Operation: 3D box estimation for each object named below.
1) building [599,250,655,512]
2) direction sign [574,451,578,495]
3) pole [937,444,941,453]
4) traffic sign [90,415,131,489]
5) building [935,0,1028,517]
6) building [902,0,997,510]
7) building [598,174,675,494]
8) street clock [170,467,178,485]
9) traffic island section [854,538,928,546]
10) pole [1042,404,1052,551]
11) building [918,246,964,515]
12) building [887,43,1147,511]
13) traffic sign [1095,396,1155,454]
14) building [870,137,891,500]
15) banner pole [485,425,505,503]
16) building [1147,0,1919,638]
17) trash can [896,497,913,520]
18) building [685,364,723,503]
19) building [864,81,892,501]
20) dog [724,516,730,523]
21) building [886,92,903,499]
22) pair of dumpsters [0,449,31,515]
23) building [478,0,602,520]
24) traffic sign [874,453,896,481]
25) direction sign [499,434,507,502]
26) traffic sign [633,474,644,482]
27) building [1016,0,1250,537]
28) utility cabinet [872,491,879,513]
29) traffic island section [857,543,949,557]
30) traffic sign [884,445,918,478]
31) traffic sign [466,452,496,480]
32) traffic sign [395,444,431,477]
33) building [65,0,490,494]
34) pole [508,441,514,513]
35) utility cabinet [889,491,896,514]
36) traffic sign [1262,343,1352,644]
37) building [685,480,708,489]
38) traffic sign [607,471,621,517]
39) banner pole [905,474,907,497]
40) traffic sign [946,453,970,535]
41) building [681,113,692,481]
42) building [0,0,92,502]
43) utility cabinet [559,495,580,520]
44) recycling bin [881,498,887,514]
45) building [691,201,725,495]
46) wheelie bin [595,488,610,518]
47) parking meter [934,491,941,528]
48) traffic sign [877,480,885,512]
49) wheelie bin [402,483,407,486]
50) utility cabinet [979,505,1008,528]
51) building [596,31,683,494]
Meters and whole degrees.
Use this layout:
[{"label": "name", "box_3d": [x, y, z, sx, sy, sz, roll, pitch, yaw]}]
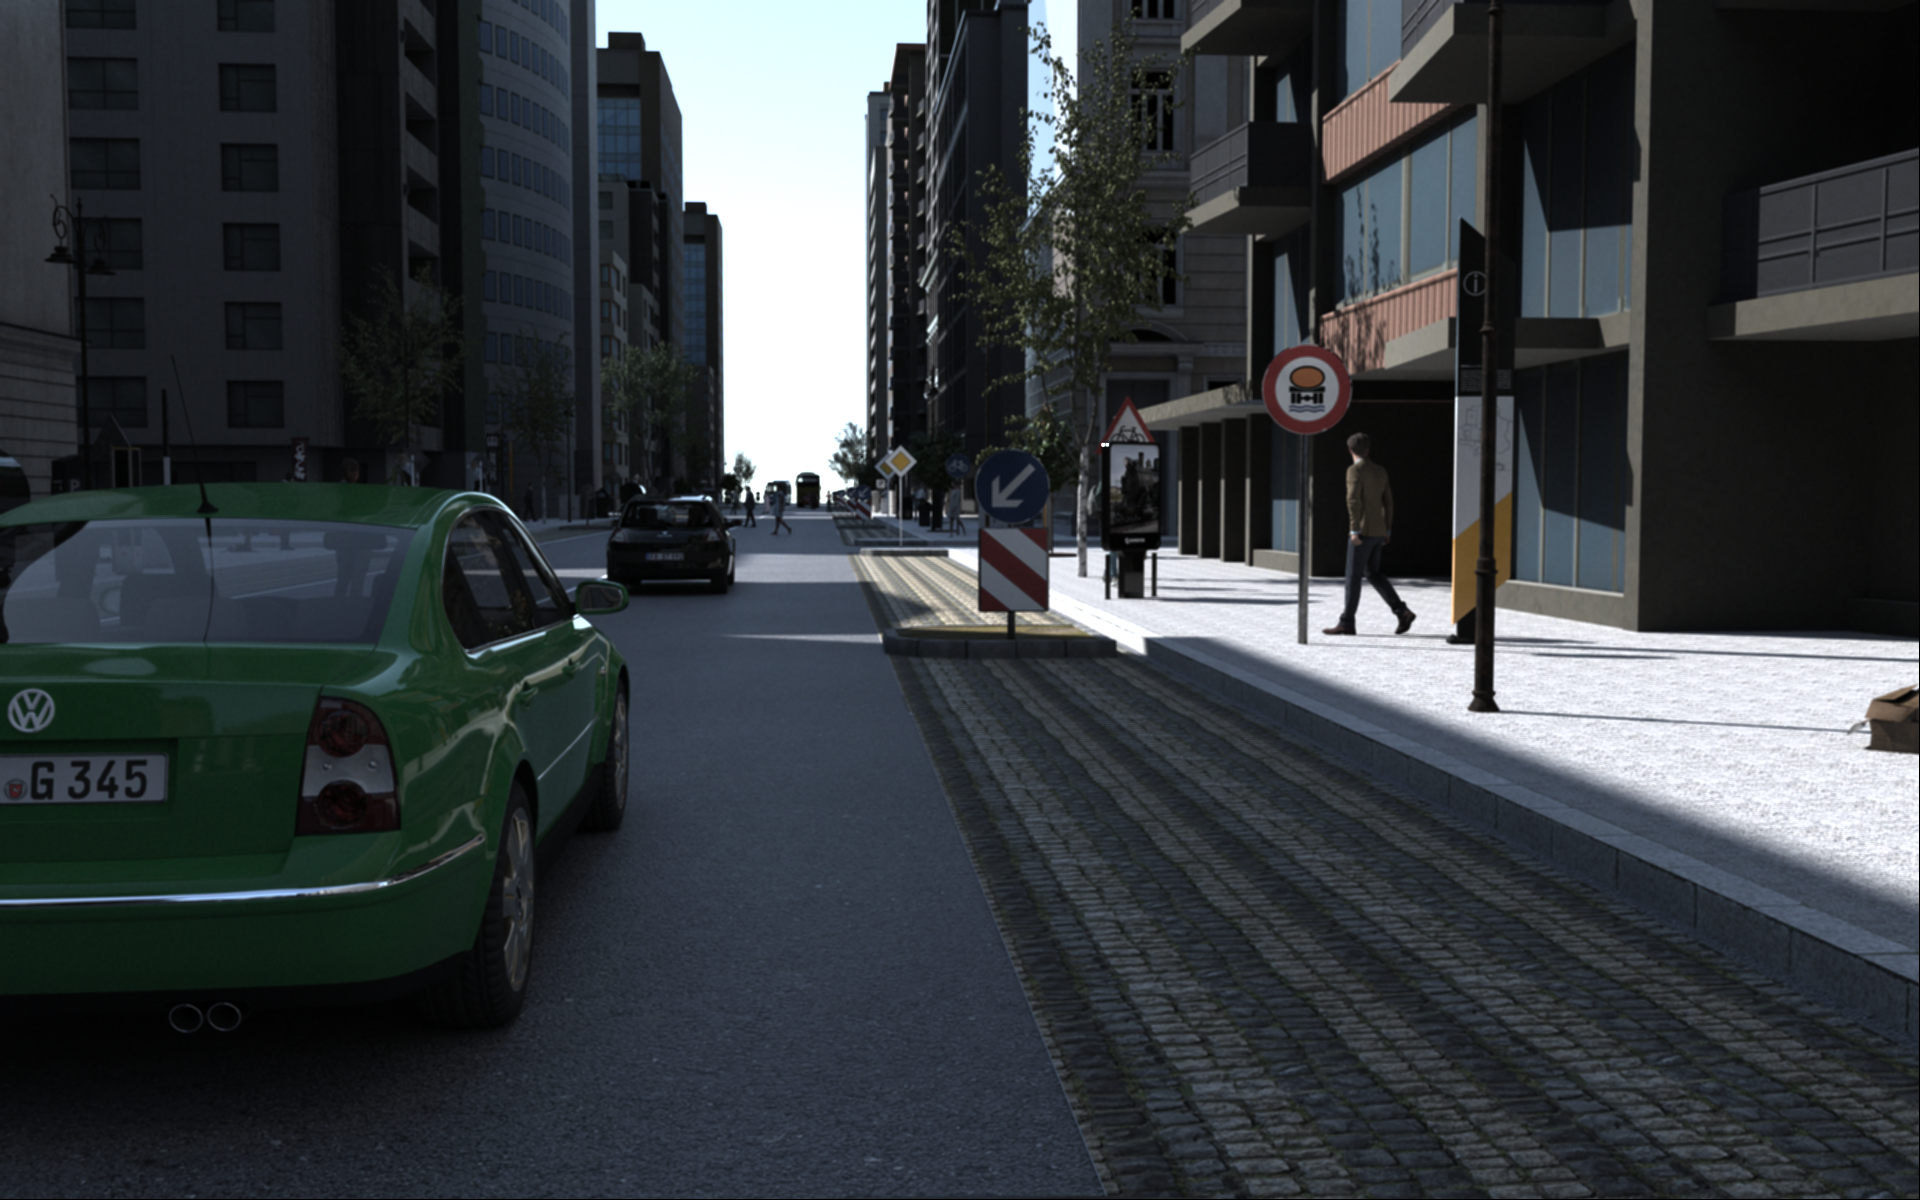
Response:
[{"label": "building", "box_3d": [-39.414, -17.798, 136.030, 27.650, 21.520, 28.899, 0, 4, -5]}, {"label": "direction sign", "box_3d": [-20.100, -6.037, 90.698, 0.379, 3.537, 0.876, 0, 4, -4]}, {"label": "pole", "box_3d": [-0.856, -4.729, 71.170, 0.158, 3.312, 0.155, 0, 3, 0]}, {"label": "traffic sign", "box_3d": [-13.926, -1.740, 28.447, 0.884, 2.594, 0.081, 0, 4, 1]}, {"label": "building", "box_3d": [6.482, -18.345, 93.446, 14.314, 27.812, 24.014, 0, 4, -5]}, {"label": "building", "box_3d": [5.816, -43.125, 143.345, 20.563, 71.187, 20.611, 0, 4, -5]}, {"label": "building", "box_3d": [-33.941, -23.657, 158.488, 14.160, 30.474, 14.107, 0, 4, -5]}, {"label": "street clock", "box_3d": [-21.452, -2.604, 47.154, 0.358, 2.002, 0.471, -3, 4, -36]}, {"label": "traffic island section", "box_3d": [-1.985, -1.629, 48.916, 2.009, 0.180, 2.903, 0, 4, -5]}, {"label": "pole", "box_3d": [1.974, -2.781, 39.308, 0.158, 3.312, 0.155, 0, 3, 0]}, {"label": "building", "box_3d": [3.036, -15.320, 115.116, 10.561, 19.102, 19.286, 0, 4, -5]}, {"label": "building", "box_3d": [4.326, -31.450, 168.836, 22.147, 44.769, 28.867, 0, 4, -5]}, {"label": "traffic sign", "box_3d": [2.230, -1.412, 23.090, 0.884, 2.594, 0.081, 0, 4, -1]}, {"label": "building", "box_3d": [-0.937, -37.107, 230.396, 21.300, 48.544, 21.600, 0, 4, -5]}, {"label": "banner pole", "box_3d": [-16.821, -4.462, 62.966, 0.863, 3.779, 0.401, -2, 4, -32]}, {"label": "building", "box_3d": [15.219, -22.576, 23.742, 22.147, 44.769, 28.867, 0, 4, -5]}, {"label": "trash can", "box_3d": [-2.911, -4.650, 87.680, 0.748, 1.137, 0.748, 0, 3, 0]}, {"label": "building", "box_3d": [-48.532, -24.539, 246.258, 27.650, 21.520, 28.899, 0, 4, -5]}, {"label": "building", "box_3d": [-3.365, -43.599, 254.837, 21.231, 58.520, 28.212, 0, 4, -5]}, {"label": "dog", "box_3d": [-10.617, -3.621, 79.392, 0.748, 0.427, 0.550, -3, 4, -38]}, {"label": "building", "box_3d": [-0.793, -33.021, 190.004, 14.600, 45.320, 14.200, 0, 4, -5]}, {"label": "pair of dumpsters", "box_3d": [-13.278, -1.161, 21.470, 1.574, 2.255, 4.437, 0, 4, -5]}, {"label": "building", "box_3d": [-31.814, -33.652, 92.211, 21.231, 58.520, 28.212, 0, 4, -5]}, {"label": "traffic sign", "box_3d": [-2.008, -2.853, 48.831, 0.795, 2.593, 0.064, 0, 4, -5]}, {"label": "direction sign", "box_3d": [-17.308, -4.496, 65.504, 0.379, 3.537, 0.876, 1, 4, 9]}, {"label": "traffic sign", "box_3d": [-20.697, -6.810, 111.076, 0.795, 2.593, 0.064, 0, 4, -1]}, {"label": "building", "box_3d": [12.553, -16.661, 58.304, 20.117, 28.700, 13.634, 0, 4, -5]}, {"label": "utility cabinet", "box_3d": [-5.832, -6.748, 119.016, 0.318, 1.500, 1.173, -1, 4, -14]}, {"label": "traffic island section", "box_3d": [-1.354, -1.142, 40.955, 2.009, 0.180, 2.903, 0, 4, -5]}, {"label": "traffic sign", "box_3d": [-1.377, -2.366, 40.871, 0.795, 2.593, 0.064, 0, 4, -5]}, {"label": "traffic sign", "box_3d": [-13.269, -2.799, 47.961, 0.795, 2.593, 0.064, 0, 4, -5]}, {"label": "traffic sign", "box_3d": [-12.637, -2.313, 40.001, 0.795, 2.593, 0.064, 0, 4, -5]}, {"label": "building", "box_3d": [-25.512, -17.757, 62.024, 14.160, 30.474, 14.107, 0, 4, -5]}, {"label": "pole", "box_3d": [-17.200, -4.435, 66.353, 0.158, 3.312, 0.155, 0, 3, 0]}, {"label": "utility cabinet", "box_3d": [-4.271, -6.159, 109.380, 0.318, 1.500, 1.173, -1, 4, -18]}, {"label": "traffic sign", "box_3d": [2.937, -0.897, 14.764, 0.768, 2.556, 0.104, 0, 4, -2]}, {"label": "building", "box_3d": [-48.668, -32.234, 218.913, 32.217, 40.220, 23.993, 0, 4, -5]}, {"label": "traffic sign", "box_3d": [-19.006, -5.807, 95.043, 0.768, 2.556, 0.104, 0, 4, -4]}, {"label": "banner pole", "box_3d": [-3.461, -7.401, 111.016, 0.401, 3.779, 0.863, -1, 4, -10]}, {"label": "traffic sign", "box_3d": [-0.065, -3.309, 54.200, 0.768, 2.556, 0.104, 0, 4, -2]}, {"label": "building", "box_3d": [-37.221, -32.808, 186.516, 14.600, 45.320, 14.200, 0, 4, -5]}, {"label": "building", "box_3d": [-26.788, -10.119, 30.076, 19.286, 19.102, 10.561, 0, 4, -5]}, {"label": "utility cabinet", "box_3d": [-19.391, -4.579, 86.025, 1.020, 1.237, 0.306, 0, 4, -8]}, {"label": "recycling bin", "box_3d": [-4.728, -6.092, 112.151, 0.722, 1.027, 0.722, 0, 4, -2]}, {"label": "building", "box_3d": [-43.902, -37.800, 268.142, 14.600, 45.320, 14.200, 0, 4, -5]}, {"label": "wheelie bin", "box_3d": [-19.001, -5.140, 91.950, 0.693, 1.594, 0.980, -2, 4, -31]}, {"label": "parking meter", "box_3d": [-0.844, -3.613, 64.783, 0.255, 1.863, 0.399, 0, 4, -3]}, {"label": "traffic sign", "box_3d": [-5.527, -7.249, 120.658, 0.606, 2.300, 0.079, 0, 4, -4]}, {"label": "wheelie bin", "box_3d": [-15.959, -2.567, 49.876, 0.693, 1.594, 0.980, 0, 4, -7]}, {"label": "utility cabinet", "box_3d": [0.976, -2.401, 50.414, 0.306, 1.237, 1.020, -3, 5, -42]}, {"label": "building", "box_3d": [-35.957, -31.938, 172.293, 14.600, 45.320, 14.200, 0, 4, -5]}]
